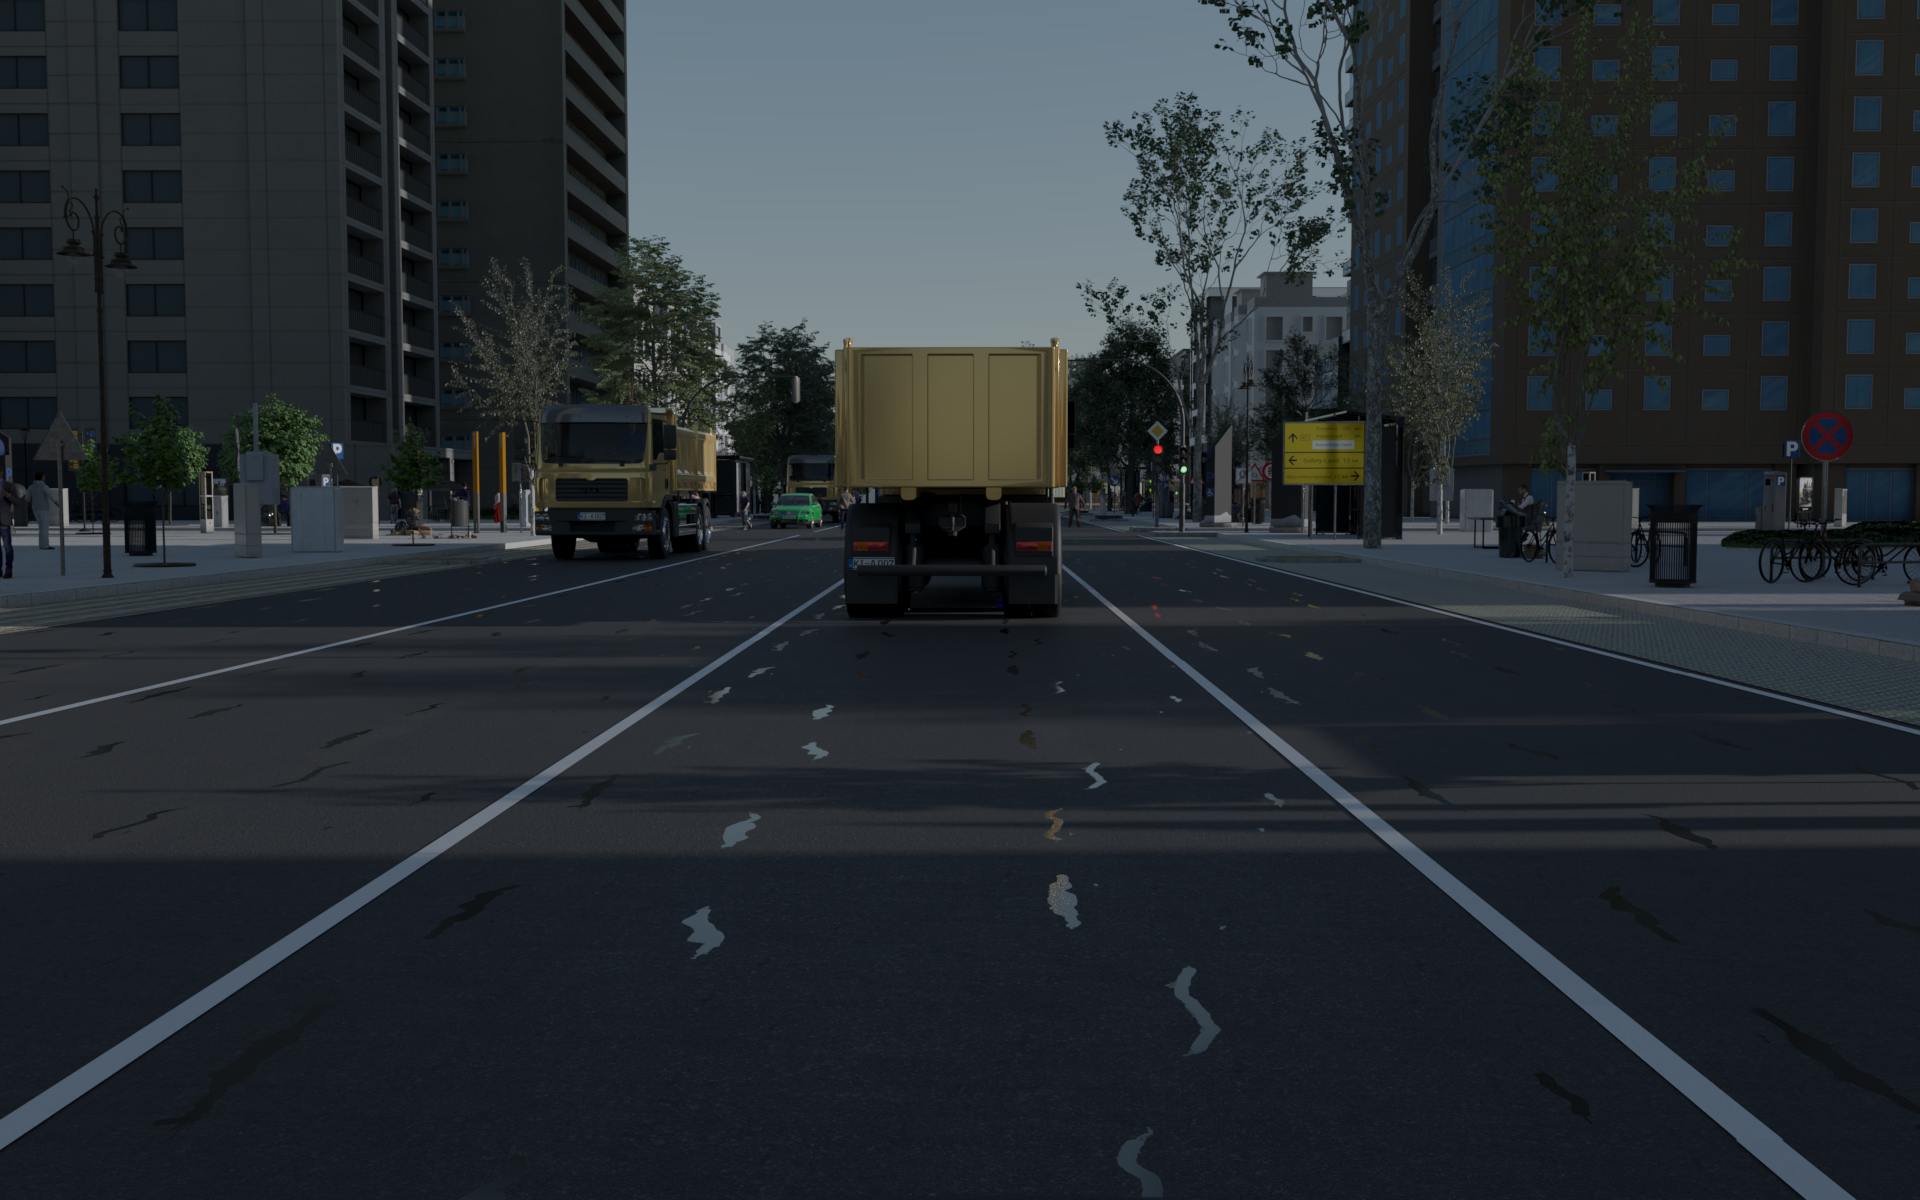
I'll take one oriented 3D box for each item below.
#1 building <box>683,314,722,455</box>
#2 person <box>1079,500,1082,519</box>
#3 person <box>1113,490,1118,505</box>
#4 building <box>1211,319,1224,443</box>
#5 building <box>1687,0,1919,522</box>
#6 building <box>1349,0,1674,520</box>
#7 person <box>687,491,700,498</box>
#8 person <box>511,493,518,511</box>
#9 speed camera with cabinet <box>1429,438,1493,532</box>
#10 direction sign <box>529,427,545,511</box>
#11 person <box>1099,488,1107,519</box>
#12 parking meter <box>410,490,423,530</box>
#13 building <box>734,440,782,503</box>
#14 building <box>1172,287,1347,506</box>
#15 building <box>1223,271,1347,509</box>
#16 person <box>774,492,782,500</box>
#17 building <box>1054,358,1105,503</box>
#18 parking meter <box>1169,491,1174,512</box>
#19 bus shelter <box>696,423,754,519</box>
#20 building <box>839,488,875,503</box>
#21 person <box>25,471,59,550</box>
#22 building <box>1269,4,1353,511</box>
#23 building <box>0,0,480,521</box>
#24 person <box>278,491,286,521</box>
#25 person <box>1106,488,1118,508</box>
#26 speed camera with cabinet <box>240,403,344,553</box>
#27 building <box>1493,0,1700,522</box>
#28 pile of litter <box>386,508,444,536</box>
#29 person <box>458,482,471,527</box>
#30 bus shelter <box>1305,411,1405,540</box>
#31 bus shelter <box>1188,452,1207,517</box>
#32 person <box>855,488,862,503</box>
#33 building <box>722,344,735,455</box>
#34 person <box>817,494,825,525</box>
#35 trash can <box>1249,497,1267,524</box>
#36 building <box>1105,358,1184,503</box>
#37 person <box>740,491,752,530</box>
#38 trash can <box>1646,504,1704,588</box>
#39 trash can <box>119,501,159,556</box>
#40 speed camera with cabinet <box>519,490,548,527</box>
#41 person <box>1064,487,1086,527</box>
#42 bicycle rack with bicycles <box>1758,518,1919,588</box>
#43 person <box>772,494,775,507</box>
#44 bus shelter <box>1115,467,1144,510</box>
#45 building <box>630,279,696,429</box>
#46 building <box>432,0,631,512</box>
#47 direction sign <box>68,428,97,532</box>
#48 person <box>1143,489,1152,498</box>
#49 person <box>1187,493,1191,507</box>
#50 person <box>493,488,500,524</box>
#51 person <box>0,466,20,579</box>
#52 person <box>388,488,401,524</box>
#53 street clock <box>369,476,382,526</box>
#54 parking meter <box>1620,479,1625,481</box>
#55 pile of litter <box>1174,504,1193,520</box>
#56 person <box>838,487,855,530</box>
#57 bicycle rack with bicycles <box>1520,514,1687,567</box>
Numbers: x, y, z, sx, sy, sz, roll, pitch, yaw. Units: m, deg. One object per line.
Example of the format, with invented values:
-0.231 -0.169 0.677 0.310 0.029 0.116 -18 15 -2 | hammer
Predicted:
-33.861 -19.755 179.407 16.016 20.091 11.380 0 4 0 | building
6.832 -5.396 99.959 0.726 1.435 0.776 1 4 9 | person
18.693 -12.310 207.868 0.990 1.755 0.434 -3 5 -43 | person
32.275 -18.878 165.068 16.016 20.091 11.380 0 4 0 | building
46.530 -26.599 85.008 14.200 45.320 14.600 0 4 0 | building
31.515 -27.625 101.777 14.600 45.320 14.200 0 4 0 | building
-8.889 -2.922 57.741 0.517 1.644 0.566 3 4 37 | person
-24.965 -5.326 97.032 0.435 1.345 0.340 -1 4 -15 | person
17.142 -3.968 59.207 2.038 3.252 0.660 0 4 -2 | speed camera with cabinet
-14.092 -4.072 58.580 0.876 3.537 0.379 0 4 -7 | direction sign
7.958 -5.305 95.908 0.621 1.740 0.551 -1 4 -17 | person
-17.530 -3.068 55.871 0.399 1.863 0.255 2 4 32 | parking meter
-33.925 -18.498 244.588 28.070 9.664 9.099 0 4 0 | building
38.533 -21.006 187.415 27.936 21.610 32.646 0 4 0 | building
32.364 -18.133 152.888 16.016 20.091 11.380 0 4 0 | building
-22.305 -12.724 214.091 1.348 1.822 0.705 0 4 -5 | person
14.052 -23.909 247.329 11.380 20.091 16.016 0 4 0 | building
15.081 -7.040 123.517 0.372 1.533 0.369 0 3 0 | parking meter
-12.910 -7.165 94.782 2.179 5.291 8.768 0 4 1 | bus shelter
-5.708 -18.437 243.589 28.070 9.664 9.099 0 4 0 | building
-21.121 -2.067 39.989 0.875 1.805 0.789 1 4 14 | person
36.206 -49.564 123.038 22.319 86.520 31.000 0 4 0 | building
-37.608 -39.992 92.113 20.563 71.187 20.611 0 4 0 | building
-32.439 -4.630 82.666 0.530 1.710 0.541 -1 4 -11 | person
14.328 -9.683 164.343 1.348 1.826 0.705 0 4 -7 | person
-14.648 -2.669 37.976 2.038 3.252 0.660 0 4 -2 | speed camera with cabinet
32.339 -26.665 86.087 14.200 45.320 14.600 0 4 0 | building
-16.933 -2.439 53.844 1.719 0.858 1.176 -1 4 -10 | pile of litter
-19.422 -3.748 68.025 0.576 1.737 0.504 1 4 17 | person
11.774 -3.709 51.931 1.731 3.624 6.357 0 4 0 | bus shelter
13.942 -6.528 98.008 1.731 3.624 6.357 0 4 1 | bus shelter
-6.927 -6.781 119.233 0.599 1.838 0.709 1 4 16 | person
-31.944 -20.825 196.904 11.380 20.091 16.016 0 4 0 | building
-6.593 -4.278 81.678 0.726 1.434 0.776 0 4 7 | person
12.720 -3.812 73.983 0.748 1.137 0.748 0 3 0 | trash can
25.435 -23.923 247.566 11.380 20.091 16.016 0 4 0 | building
-8.628 -3.619 69.887 0.471 1.553 0.569 -1 4 -16 | person
9.828 -0.746 23.855 0.748 1.137 0.748 0 3 0 | trash can
-17.006 -1.485 35.927 0.748 1.137 0.748 0 3 0 | trash can
-16.294 -4.519 68.215 2.038 3.252 0.660 -3 4 -37 | speed camera with cabinet
4.988 -4.043 75.158 0.990 1.755 0.434 0 4 3 | person
12.807 -0.704 24.899 2.925 0.926 2.852 -1 4 -12 | bicycle rack with bicycles
-16.849 -8.951 155.585 0.628 1.438 0.799 -2 4 -28 | person
13.451 -9.714 136.455 2.179 5.291 8.768 0 4 0 | bus shelter
-34.954 -17.828 157.951 16.747 18.905 31.486 0 4 0 | building
-36.049 -30.467 121.843 21.300 48.544 21.600 0 4 0 | building
-29.908 -4.103 59.073 0.876 3.537 0.379 -1 4 -16 | direction sign
20.270 -11.124 188.064 1.348 1.807 0.705 -2 4 -24 | person
22.994 -10.108 171.268 1.348 1.831 0.705 -2 4 -35 | person
-19.769 -4.016 74.173 0.387 1.526 0.523 0 4 -2 | person
-14.632 -1.189 26.297 0.655 1.722 0.431 1 4 18 | person
-24.450 -4.060 74.636 0.569 1.553 0.471 2 4 24 | person
-23.589 -3.998 69.935 0.358 2.002 0.471 3 5 42 | street clock
26.034 -3.835 68.418 0.399 1.863 0.255 1 4 12 | parking meter
11.447 -4.517 87.819 1.176 0.858 1.719 -2 4 -29 | pile of litter
-4.591 -3.729 70.005 0.617 1.759 0.750 0 4 7 | person
11.829 -1.102 31.408 2.852 0.926 2.925 0 4 -5 | bicycle rack with bicycles
